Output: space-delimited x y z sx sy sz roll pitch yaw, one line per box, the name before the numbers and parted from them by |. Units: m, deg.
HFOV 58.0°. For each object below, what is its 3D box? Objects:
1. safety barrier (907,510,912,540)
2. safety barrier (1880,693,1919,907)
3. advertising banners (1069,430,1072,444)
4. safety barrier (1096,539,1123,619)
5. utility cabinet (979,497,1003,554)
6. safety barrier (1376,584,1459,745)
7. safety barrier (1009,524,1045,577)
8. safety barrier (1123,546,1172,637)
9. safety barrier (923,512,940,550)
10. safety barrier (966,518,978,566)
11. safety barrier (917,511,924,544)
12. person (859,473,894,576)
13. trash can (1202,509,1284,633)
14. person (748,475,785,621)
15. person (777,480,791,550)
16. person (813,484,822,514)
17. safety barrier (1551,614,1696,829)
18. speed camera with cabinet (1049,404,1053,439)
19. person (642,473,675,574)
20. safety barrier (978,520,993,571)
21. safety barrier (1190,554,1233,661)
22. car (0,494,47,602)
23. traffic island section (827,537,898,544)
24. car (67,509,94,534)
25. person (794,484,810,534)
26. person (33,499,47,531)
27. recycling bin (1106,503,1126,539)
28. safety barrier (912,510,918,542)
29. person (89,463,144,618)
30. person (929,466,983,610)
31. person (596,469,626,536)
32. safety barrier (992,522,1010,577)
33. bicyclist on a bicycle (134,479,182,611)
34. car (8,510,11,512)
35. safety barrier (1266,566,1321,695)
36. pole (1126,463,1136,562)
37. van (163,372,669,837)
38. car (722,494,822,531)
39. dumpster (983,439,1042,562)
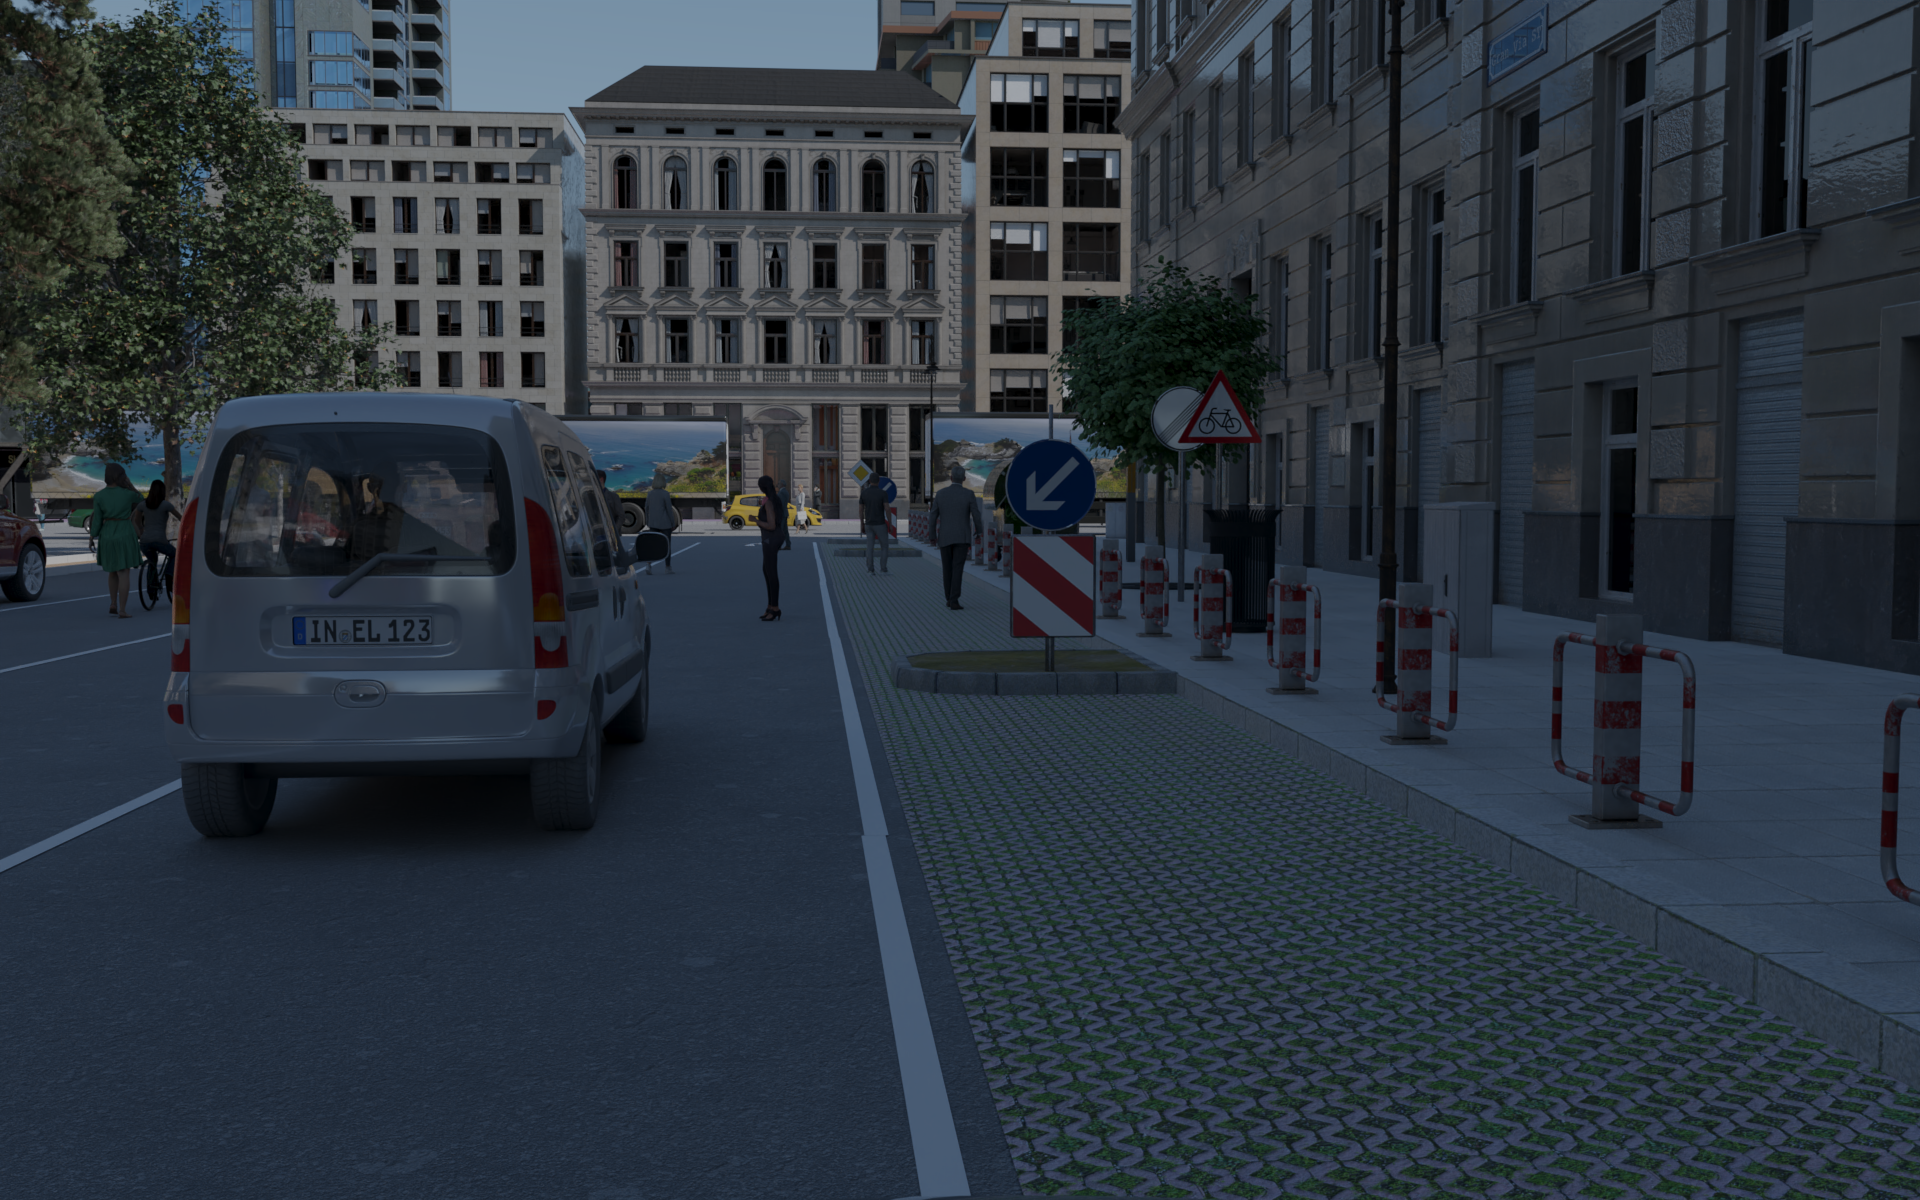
safety barrier | -1.247 -2.117 48.892 0.300 0.817 1.120 0 4 -5
safety barrier | 2.740 0.599 4.477 0.300 0.817 1.120 0 4 -5
advertising banners | 3.027 -3.177 48.138 0.090 3.025 2.074 0 4 2
safety barrier | 1.548 -0.216 17.807 0.300 0.817 1.120 0 4 -5
utility cabinet | 0.826 -1.601 37.334 0.306 1.237 1.020 -2 4 -27
safety barrier | 2.342 0.328 8.919 0.300 0.817 1.120 0 4 -5
safety barrier | 0.944 -0.624 24.480 0.300 0.817 1.120 0 4 -5
safety barrier | 1.746 -0.080 15.576 0.300 0.817 1.120 0 4 -5
safety barrier | -0.647 -1.710 42.230 0.300 0.817 1.120 0 4 -5
safety barrier | 0.346 -1.031 31.130 0.300 0.817 1.120 0 4 -5
safety barrier | -0.851 -1.846 44.458 0.300 0.817 1.120 0 4 -5
person | -1.454 -1.327 30.331 0.598 1.807 0.434 2 4 27
trash can | 2.634 -0.276 16.159 0.748 1.137 0.748 0 3 0
person | -2.207 -0.592 19.643 0.415 1.643 0.593 -2 4 -35
person | -4.621 -2.175 44.235 0.590 1.801 0.661 1 4 8
person | -6.765 -4.498 81.404 0.474 1.900 0.648 -3 4 -37
safety barrier | 2.541 0.464 6.693 0.300 0.817 1.120 0 4 -5
speed camera with cabinet | 2.058 -2.643 37.549 0.660 3.252 2.038 1 4 11
person | -5.438 -1.361 30.942 0.709 1.800 0.728 2 4 25
safety barrier | 0.545 -0.895 28.913 0.300 0.817 1.120 0 4 -5
safety barrier | 1.944 0.056 13.358 0.300 0.817 1.120 0 4 -5
car | -13.230 -0.777 21.379 2.281 1.827 5.304 0 4 -5
traffic island section | -2.855 -1.721 50.414 2.009 0.180 2.903 0 4 -5
car | -29.691 -3.124 62.870 4.920 1.459 2.131 0 4 -4
person | -5.664 -3.251 62.001 0.624 1.780 0.694 -1 4 -13
person | -35.769 -3.552 67.406 0.563 1.720 0.643 1 4 15
recycling bin | 4.696 -2.302 50.190 0.722 1.027 0.722 3 4 37
safety barrier | -1.049 -1.982 46.675 0.300 0.817 1.120 0 4 -5
person | -9.790 -0.694 20.097 0.600 1.795 0.529 -1 4 -23
person | -0.045 -0.777 21.597 0.661 1.777 0.834 0 4 7
person | -4.893 -0.855 23.011 0.617 1.759 0.750 3 5 40
safety barrier | 0.744 -0.760 26.697 0.300 0.817 1.120 0 4 -5
bicyclist on a bicycle | -10.025 -0.715 21.709 1.499 1.676 1.625 0 4 -7
car | -39.425 -3.591 67.503 4.718 1.807 1.959 0 4 -4
safety barrier | 2.141 0.192 11.141 0.300 0.817 1.120 0 4 -5
pole | 3.223 -2.372 32.632 0.158 3.312 0.155 0 3 0
van | -2.513 -0.102 8.673 2.013 2.044 4.112 0 4 -6
car | -7.477 -3.588 68.891 3.980 1.641 2.015 0 4 -6
dumpster | 1.264 -1.792 31.791 1.502 2.255 1.985 0 4 -5
